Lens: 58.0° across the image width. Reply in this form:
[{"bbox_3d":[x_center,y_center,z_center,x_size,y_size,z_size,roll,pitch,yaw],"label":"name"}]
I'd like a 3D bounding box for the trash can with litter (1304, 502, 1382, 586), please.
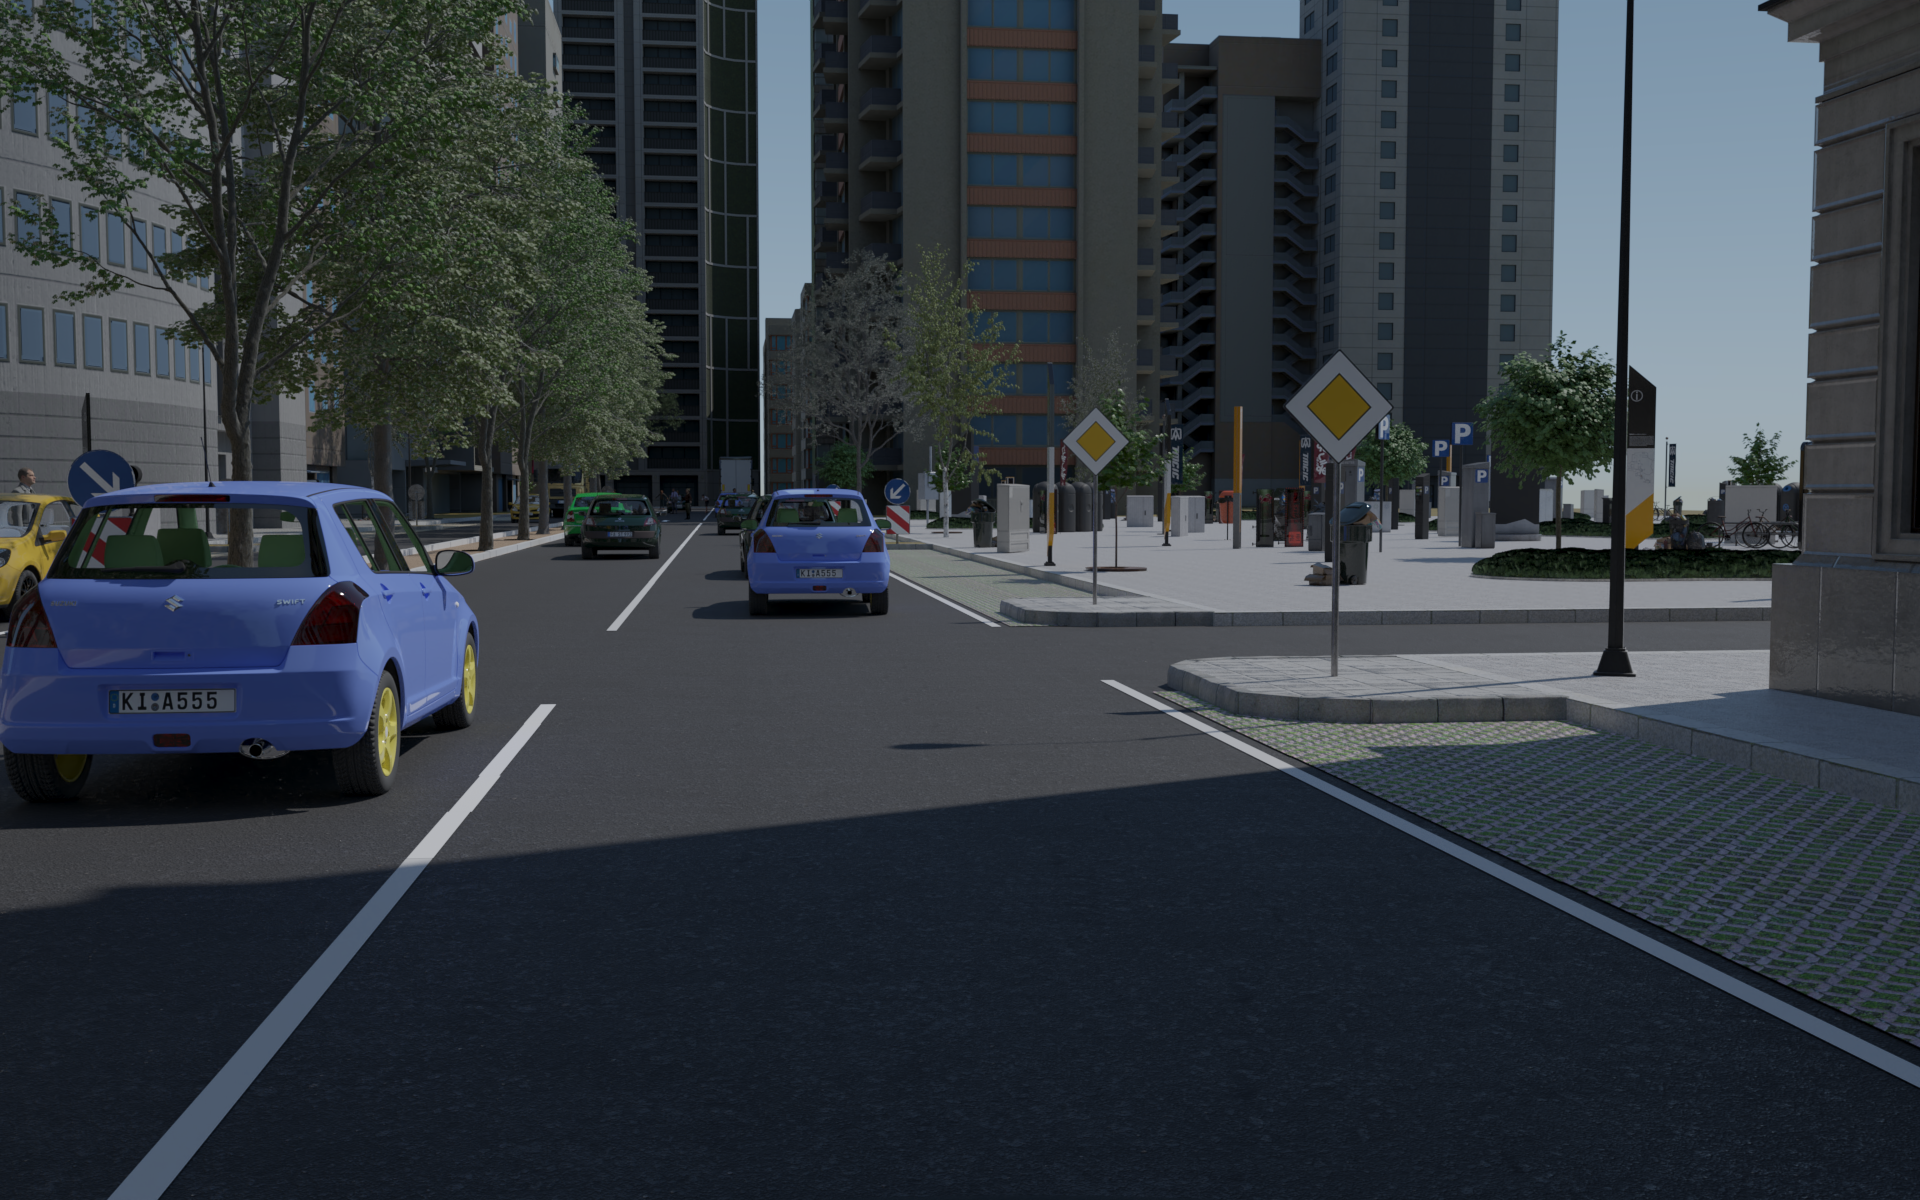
[{"bbox_3d":[5.390,-0.796,24.402,1.055,1.170,0.624,-3,4,-37],"label":"trash can with litter"}]

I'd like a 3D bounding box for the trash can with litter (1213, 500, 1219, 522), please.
[{"bbox_3d":[11.602,-4.096,78.362,1.055,1.170,0.624,3,5,43],"label":"trash can with litter"}]

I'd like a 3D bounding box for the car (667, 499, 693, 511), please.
[{"bbox_3d":[-23.046,-7.970,142.113,2.131,1.459,4.920,0,4,-6],"label":"car"}]

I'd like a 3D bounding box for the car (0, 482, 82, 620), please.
[{"bbox_3d":[-11.466,-0.637,20.635,2.015,1.641,3.980,0,4,-6],"label":"car"}]

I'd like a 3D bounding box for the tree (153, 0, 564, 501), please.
[{"bbox_3d":[-10.655,-6.790,31.606,7.486,12.596,7.792,0,3,0],"label":"tree"}]

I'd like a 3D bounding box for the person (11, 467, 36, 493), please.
[{"bbox_3d":[-13.227,-0.979,24.612,0.767,1.812,0.694,-1,4,-11],"label":"person"}]

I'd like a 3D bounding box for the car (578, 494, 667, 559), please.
[{"bbox_3d":[-7.715,-1.821,39.561,2.009,1.686,4.222,-1,4,-9],"label":"car"}]

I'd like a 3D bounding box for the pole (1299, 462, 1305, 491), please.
[{"bbox_3d":[13.018,-4.408,65.915,0.158,3.312,0.155,0,3,0],"label":"pole"}]

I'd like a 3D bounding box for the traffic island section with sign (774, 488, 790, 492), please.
[{"bbox_3d":[-15.726,-8.532,148.121,1.989,1.847,2.006,0,4,-8],"label":"traffic island section with sign"}]

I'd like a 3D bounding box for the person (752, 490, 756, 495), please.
[{"bbox_3d":[-20.447,-9.917,170.724,1.350,1.814,0.705,-2,4,-35],"label":"person"}]

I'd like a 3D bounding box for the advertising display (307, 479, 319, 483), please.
[{"bbox_3d":[-28.224,-4.292,75.394,0.974,1.923,0.123,2,4,34],"label":"advertising display"}]

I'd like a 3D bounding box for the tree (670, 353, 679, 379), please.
[{"bbox_3d":[-16.377,-9.548,76.700,7.486,12.596,7.792,0,3,0],"label":"tree"}]

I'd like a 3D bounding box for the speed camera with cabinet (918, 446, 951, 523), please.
[{"bbox_3d":[-0.748,-4.781,72.511,2.038,3.252,0.660,-2,4,-33],"label":"speed camera with cabinet"}]

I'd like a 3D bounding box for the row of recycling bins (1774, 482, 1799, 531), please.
[{"bbox_3d":[29.027,-3.214,59.669,1.069,1.692,3.534,-1,4,-19],"label":"row of recycling bins"}]

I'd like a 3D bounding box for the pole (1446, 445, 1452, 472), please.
[{"bbox_3d":[20.305,-4.778,71.966,0.158,3.312,0.155,0,3,0],"label":"pole"}]

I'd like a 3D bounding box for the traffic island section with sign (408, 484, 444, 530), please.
[{"bbox_3d":[-21.978,-3.752,69.976,1.989,1.847,2.006,0,4,-8],"label":"traffic island section with sign"}]

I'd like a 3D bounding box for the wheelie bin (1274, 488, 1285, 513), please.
[{"bbox_3d":[16.746,-5.053,90.519,0.693,1.594,0.980,-2,4,-35],"label":"wheelie bin"}]

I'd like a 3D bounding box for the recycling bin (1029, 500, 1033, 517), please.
[{"bbox_3d":[2.986,-3.867,75.784,0.722,1.027,0.722,2,4,35],"label":"recycling bin"}]

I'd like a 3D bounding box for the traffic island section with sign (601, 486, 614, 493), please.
[{"bbox_3d":[-18.942,-5.180,92.830,2.006,1.907,1.989,0,4,-8],"label":"traffic island section with sign"}]

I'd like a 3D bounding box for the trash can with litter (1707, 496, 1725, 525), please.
[{"bbox_3d":[23.770,-2.716,55.458,2.233,1.210,1.678,1,4,17],"label":"trash can with litter"}]

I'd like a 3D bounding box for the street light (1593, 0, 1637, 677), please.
[{"bbox_3d":[4.115,-2.417,12.058,1.470,5.913,1.316,0,4,-8],"label":"street light"}]

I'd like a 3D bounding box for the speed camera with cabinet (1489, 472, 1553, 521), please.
[{"bbox_3d":[18.491,-3.843,57.175,2.038,3.252,0.660,0,4,-5],"label":"speed camera with cabinet"}]

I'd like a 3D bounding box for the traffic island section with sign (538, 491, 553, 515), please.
[{"bbox_3d":[-28.576,-6.735,118.742,1.989,1.847,2.006,0,4,-8],"label":"traffic island section with sign"}]

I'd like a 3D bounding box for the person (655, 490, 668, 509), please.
[{"bbox_3d":[-28.901,-9.743,167.814,1.348,1.821,0.705,1,4,10],"label":"person"}]

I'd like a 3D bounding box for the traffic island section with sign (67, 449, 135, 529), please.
[{"bbox_3d":[-8.865,-0.626,18.368,2.006,1.907,1.989,0,4,-8],"label":"traffic island section with sign"}]

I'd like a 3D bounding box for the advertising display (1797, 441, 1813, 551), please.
[{"bbox_3d":[10.698,-0.997,21.514,0.974,1.923,0.123,-3,5,-39],"label":"advertising display"}]

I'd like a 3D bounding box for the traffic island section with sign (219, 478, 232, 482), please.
[{"bbox_3d":[-18.374,-2.118,43.261,1.989,1.847,2.006,0,4,-8],"label":"traffic island section with sign"}]

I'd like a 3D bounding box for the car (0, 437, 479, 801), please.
[{"bbox_3d":[-3.704,0.009,9.446,1.945,1.707,3.694,0,4,-7],"label":"car"}]

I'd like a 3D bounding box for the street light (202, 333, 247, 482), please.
[{"bbox_3d":[-21.125,-4.724,49.773,1.470,5.913,1.316,0,4,-8],"label":"street light"}]

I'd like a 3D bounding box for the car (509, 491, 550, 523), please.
[{"bbox_3d":[-21.537,-4.686,86.841,2.015,1.641,3.980,-1,4,-9],"label":"car"}]

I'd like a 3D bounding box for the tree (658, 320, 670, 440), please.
[{"bbox_3d":[-15.807,-9.086,69.136,7.486,12.596,7.792,0,3,0],"label":"tree"}]

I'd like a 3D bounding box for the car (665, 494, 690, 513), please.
[{"bbox_3d":[-21.275,-7.410,130.946,2.009,1.686,4.222,-1,4,-9],"label":"car"}]

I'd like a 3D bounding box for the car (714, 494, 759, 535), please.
[{"bbox_3d":[-7.761,-3.175,61.706,2.009,1.686,4.222,0,4,-7],"label":"car"}]

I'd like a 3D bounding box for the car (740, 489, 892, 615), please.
[{"bbox_3d":[-1.809,-0.749,21.841,1.945,1.707,3.694,0,4,-6],"label":"car"}]

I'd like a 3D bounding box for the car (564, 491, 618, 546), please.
[{"bbox_3d":[-10.203,-2.472,49.207,1.959,1.807,4.718,0,4,-7],"label":"car"}]

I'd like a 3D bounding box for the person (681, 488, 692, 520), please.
[{"bbox_3d":[-15.378,-5.402,97.338,0.721,1.766,1.217,-3,4,-36],"label":"person"}]

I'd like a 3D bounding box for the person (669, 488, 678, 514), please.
[{"bbox_3d":[-20.408,-7.021,123.163,0.709,1.838,0.599,2,4,30],"label":"person"}]

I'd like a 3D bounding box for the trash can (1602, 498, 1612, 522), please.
[{"bbox_3d":[26.169,-3.548,69.658,0.748,1.137,0.748,0,3,0],"label":"trash can"}]

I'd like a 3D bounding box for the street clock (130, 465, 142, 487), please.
[{"bbox_3d":[-20.793,-2.380,43.489,0.471,2.002,0.358,0,4,-2],"label":"street clock"}]

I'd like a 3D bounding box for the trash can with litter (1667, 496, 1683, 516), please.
[{"bbox_3d":[41.709,-5.497,101.266,1.055,1.170,0.624,1,4,20],"label":"trash can with litter"}]

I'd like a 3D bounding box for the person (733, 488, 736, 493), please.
[{"bbox_3d":[-15.061,-6.570,115.859,1.348,1.831,0.705,-3,5,-39],"label":"person"}]

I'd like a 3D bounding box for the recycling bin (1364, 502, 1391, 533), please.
[{"bbox_3d":[13.991,-2.783,58.053,0.722,1.027,0.722,0,4,-5],"label":"recycling bin"}]

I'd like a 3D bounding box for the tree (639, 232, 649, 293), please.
[{"bbox_3d":[-11.690,-7.004,42.735,9.928,11.665,9.643,0,3,0],"label":"tree"}]

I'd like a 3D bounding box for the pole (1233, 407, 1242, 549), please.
[{"bbox_3d":[6.482,-2.850,40.444,0.158,3.312,0.155,0,3,0],"label":"pole"}]

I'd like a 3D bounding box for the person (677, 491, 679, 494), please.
[{"bbox_3d":[-26.227,-9.266,160.722,1.217,1.743,0.721,-2,4,-25],"label":"person"}]

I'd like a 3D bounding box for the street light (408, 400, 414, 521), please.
[{"bbox_3d":[-25.416,-6.677,81.704,1.470,5.913,1.316,0,4,-8],"label":"street light"}]

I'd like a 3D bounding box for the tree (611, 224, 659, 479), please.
[{"bbox_3d":[-14.962,-8.625,61.610,7.486,12.596,7.792,0,3,0],"label":"tree"}]

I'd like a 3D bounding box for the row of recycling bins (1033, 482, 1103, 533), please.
[{"bbox_3d":[3.713,-3.148,58.587,1.069,1.692,3.534,3,4,38],"label":"row of recycling bins"}]

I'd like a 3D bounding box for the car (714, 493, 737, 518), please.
[{"bbox_3d":[-14.235,-5.951,106.886,1.945,1.707,3.694,0,4,-6],"label":"car"}]

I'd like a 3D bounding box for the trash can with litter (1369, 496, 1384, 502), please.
[{"bbox_3d":[13.870,-2.961,59.466,2.233,1.210,1.678,0,4,-4],"label":"trash can with litter"}]

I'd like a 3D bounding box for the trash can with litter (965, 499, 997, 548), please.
[{"bbox_3d":[0.682,-1.853,41.683,0.624,1.170,1.055,3,5,44],"label":"trash can with litter"}]

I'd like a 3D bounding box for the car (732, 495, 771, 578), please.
[{"bbox_3d":[-3.037,-1.292,30.909,2.009,1.686,4.222,-1,4,-9],"label":"car"}]

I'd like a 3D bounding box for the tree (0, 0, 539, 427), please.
[{"bbox_3d":[-9.347,-5.757,22.342,9.928,11.665,9.643,0,3,0],"label":"tree"}]

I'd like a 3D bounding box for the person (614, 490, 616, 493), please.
[{"bbox_3d":[-29.865,-8.621,149.471,0.705,1.822,1.348,0,4,-7],"label":"person"}]

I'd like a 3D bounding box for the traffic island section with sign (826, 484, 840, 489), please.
[{"bbox_3d":[-5.411,-3.864,71.809,1.989,1.847,2.006,0,4,-8],"label":"traffic island section with sign"}]

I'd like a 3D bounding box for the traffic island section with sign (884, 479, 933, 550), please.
[{"bbox_3d":[-1.805,-2.230,45.096,1.989,1.847,2.006,0,4,-8],"label":"traffic island section with sign"}]

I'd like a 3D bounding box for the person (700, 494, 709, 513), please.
[{"bbox_3d":[-19.028,-7.185,129.158,0.628,1.438,0.799,0,4,-5],"label":"person"}]
